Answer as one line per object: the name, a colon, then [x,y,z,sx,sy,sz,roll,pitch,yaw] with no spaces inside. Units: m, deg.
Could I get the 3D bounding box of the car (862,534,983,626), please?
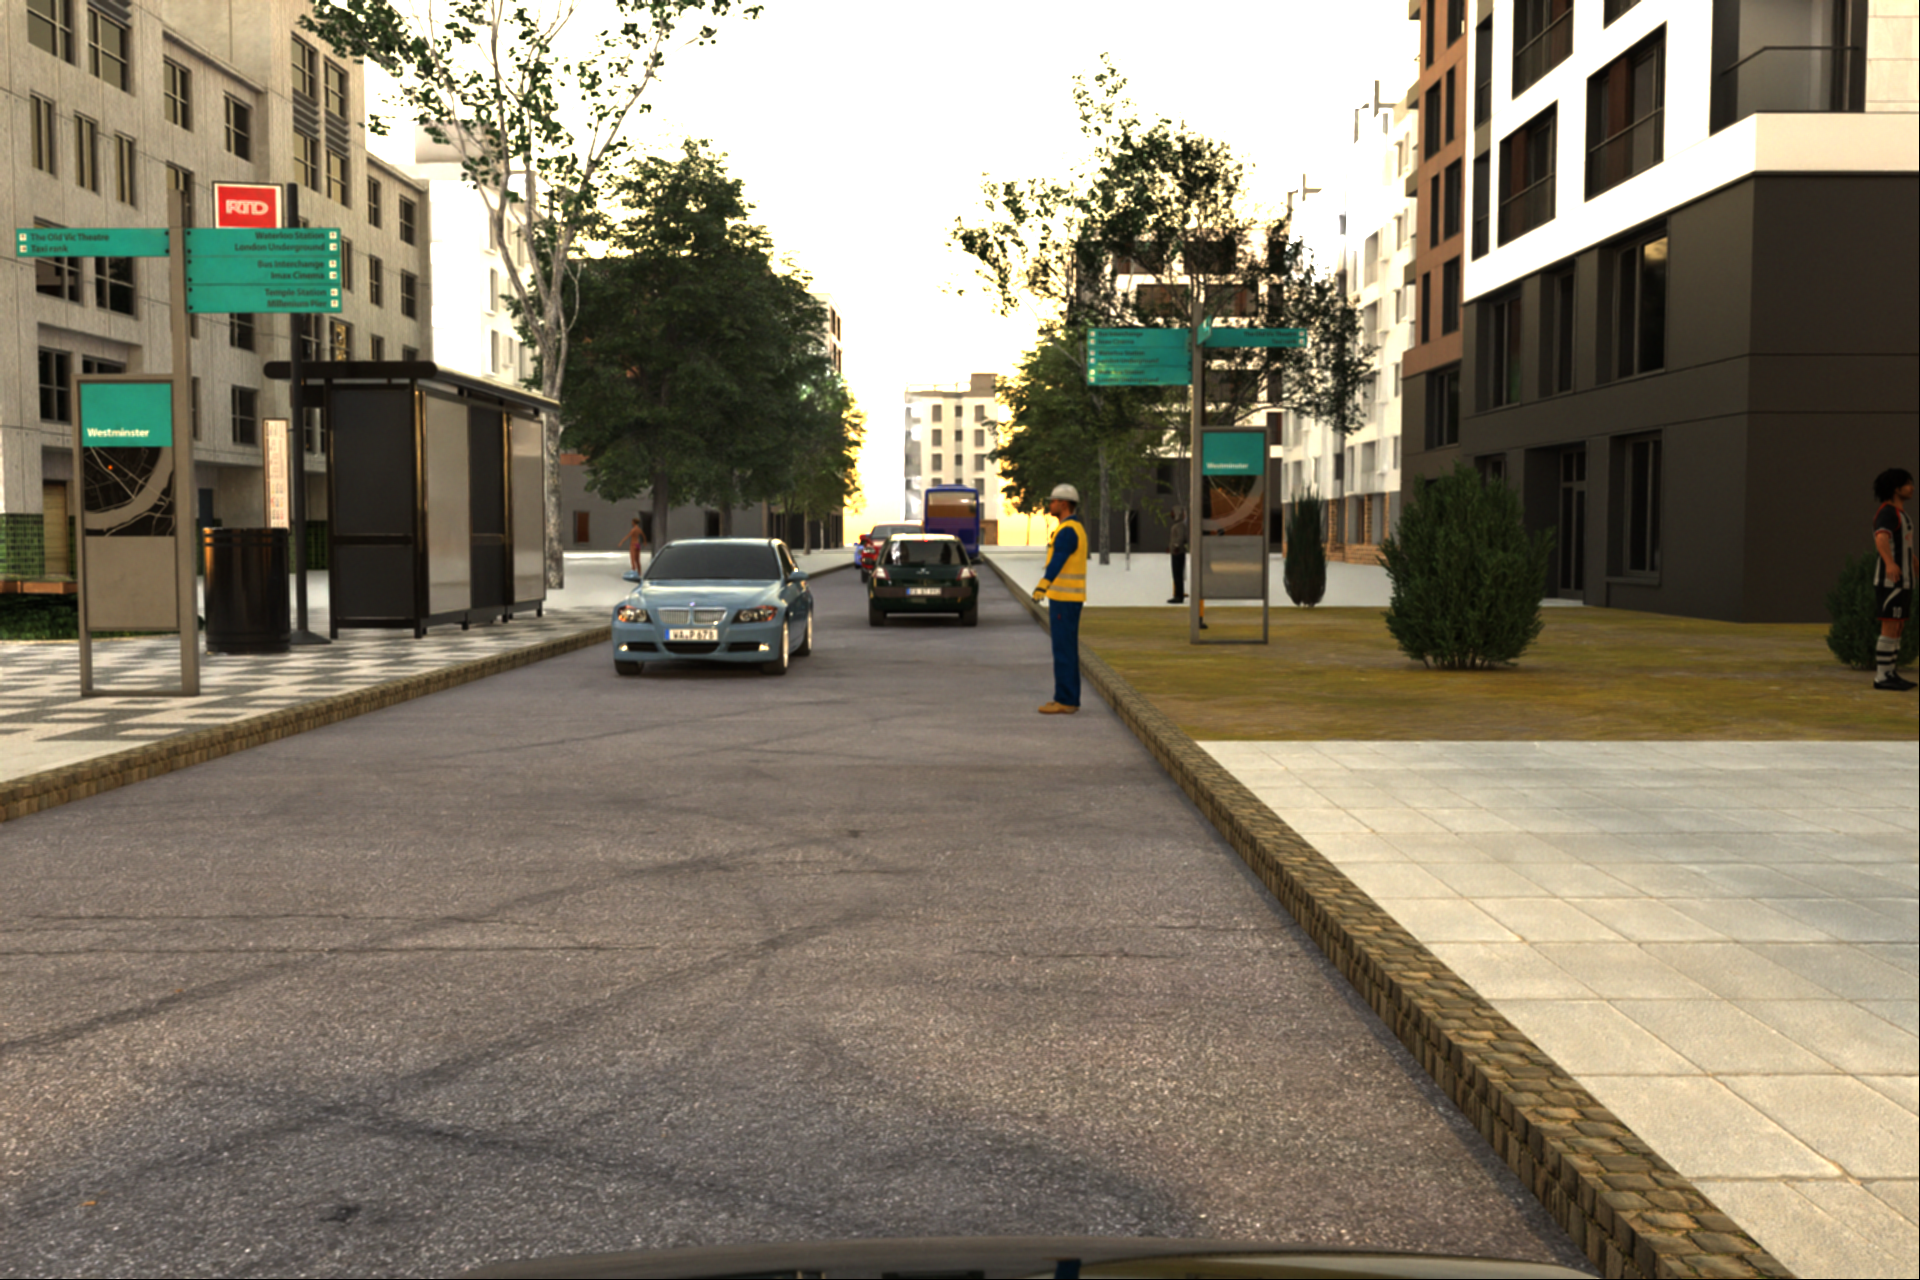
car: [-0.606,-1.133,28.310,2.009,1.686,4.222,0,4,-1]

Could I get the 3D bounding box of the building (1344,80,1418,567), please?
building: [21.817,-13.286,73.653,16.016,20.090,11.380,0,4,0]

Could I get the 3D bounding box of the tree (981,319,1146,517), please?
tree: [6.024,-11.816,99.849,9.857,13.997,8.962,0,3,0]

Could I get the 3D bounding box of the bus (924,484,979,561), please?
bus: [-0.412,-5.721,85.091,2.896,3.916,12.251,0,4,0]

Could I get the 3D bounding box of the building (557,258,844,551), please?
building: [-24.950,-18.392,144.692,27.936,21.610,32.646,0,4,1]

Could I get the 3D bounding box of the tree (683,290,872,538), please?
tree: [-9.521,-10.755,86.217,12.009,13.543,11.850,0,3,0]

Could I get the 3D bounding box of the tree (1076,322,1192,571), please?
tree: [5.838,-6.666,59.345,4.737,8.622,4.395,0,3,0]

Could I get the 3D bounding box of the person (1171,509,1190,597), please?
person: [4.492,-1.782,35.276,0.704,1.812,1.346,0,4,-2]

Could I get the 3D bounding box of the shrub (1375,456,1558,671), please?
shrub: [4.785,-0.736,16.458,1.690,2.028,1.600,0,3,0]

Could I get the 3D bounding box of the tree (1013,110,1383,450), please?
tree: [5.647,-6.333,37.958,8.767,10.594,7.601,-2,4,-30]

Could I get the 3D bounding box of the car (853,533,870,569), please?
car: [-3.452,-3.814,71.951,1.945,1.707,3.694,0,4,0]

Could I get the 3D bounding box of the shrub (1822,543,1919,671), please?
shrub: [8.640,-0.317,16.302,1.383,1.207,1.383,0,3,0]

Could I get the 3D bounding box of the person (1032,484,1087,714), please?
person: [0.813,-0.337,13.941,0.705,1.833,1.349,1,4,13]

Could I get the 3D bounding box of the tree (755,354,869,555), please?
tree: [-9.337,-11.563,107.182,7.486,12.596,7.792,0,3,0]

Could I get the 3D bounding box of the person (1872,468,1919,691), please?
person: [7.747,-0.500,14.315,0.704,1.843,1.345,3,4,37]

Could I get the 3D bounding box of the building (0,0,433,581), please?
building: [-29.847,-11.500,54.477,16.747,18.905,31.486,0,4,0]

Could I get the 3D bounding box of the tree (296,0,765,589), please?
tree: [-10.867,-11.219,39.328,12.611,20.169,13.585,0,3,0]

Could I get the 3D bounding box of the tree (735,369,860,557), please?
tree: [-9.587,-10.488,97.235,9.928,11.665,9.643,0,3,0]

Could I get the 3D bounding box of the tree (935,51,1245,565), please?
tree: [5.158,-13.160,71.054,12.611,20.169,13.585,0,3,0]

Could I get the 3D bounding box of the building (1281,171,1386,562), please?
building: [22.492,-14.415,92.110,16.016,20.090,11.380,0,4,0]

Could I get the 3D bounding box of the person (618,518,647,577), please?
person: [-9.138,-2.546,48.433,0.721,1.733,1.217,2,4,27]

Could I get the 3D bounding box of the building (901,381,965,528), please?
building: [-6.649,-21.345,207.869,11.380,20.090,16.016,1,4,10]

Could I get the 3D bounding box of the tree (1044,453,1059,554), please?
tree: [5.545,-9.899,112.207,4.360,8.622,3.978,0,3,0]

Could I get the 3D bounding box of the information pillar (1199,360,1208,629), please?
information pillar: [3.254,-1.971,23.583,0.183,3.616,0.504,0,4,-1]

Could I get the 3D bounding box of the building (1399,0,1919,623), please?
building: [25.098,-12.020,40.501,27.936,21.610,32.646,0,4,0]

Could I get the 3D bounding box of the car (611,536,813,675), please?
car: [-2.626,-0.436,19.130,2.014,1.417,4.499,0,3,0]

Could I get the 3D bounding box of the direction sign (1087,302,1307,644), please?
direction sign: [2.729,-1.883,19.542,2.525,3.948,1.411,0,4,1]

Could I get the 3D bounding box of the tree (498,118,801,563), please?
tree: [-9.612,-9.076,55.054,9.857,13.997,8.962,0,3,0]

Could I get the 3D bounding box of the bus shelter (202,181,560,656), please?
bus shelter: [-7.357,-2.743,22.479,2.179,5.291,8.768,0,4,1]

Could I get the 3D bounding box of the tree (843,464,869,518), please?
tree: [-14.396,-16.727,207.890,7.601,10.594,8.767,0,4,-1]

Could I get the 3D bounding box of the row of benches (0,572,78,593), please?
row of benches: [-15.518,-0.757,27.843,4.104,0.672,1.422,2,4,26]

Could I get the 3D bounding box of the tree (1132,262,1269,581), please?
tree: [5.923,-5.940,47.480,4.360,8.622,3.978,0,3,0]

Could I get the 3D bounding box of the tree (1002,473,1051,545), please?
tree: [8.421,-16.675,207.043,7.601,10.594,8.767,0,4,8]

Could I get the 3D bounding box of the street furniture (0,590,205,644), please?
street furniture: [-13.188,-0.300,20.538,5.734,0.657,10.072,1,4,21]

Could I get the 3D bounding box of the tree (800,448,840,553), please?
tree: [-9.061,-10.143,116.196,4.360,8.622,3.978,0,3,0]

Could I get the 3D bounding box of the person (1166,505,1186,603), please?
person: [4.012,-1.591,32.149,0.705,1.813,1.348,0,4,0]

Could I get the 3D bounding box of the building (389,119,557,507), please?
building: [-26.616,-13.699,80.406,16.016,20.090,11.380,0,4,0]

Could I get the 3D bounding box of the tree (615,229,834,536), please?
tree: [-9.922,-10.120,72.111,9.857,13.997,8.962,0,3,0]

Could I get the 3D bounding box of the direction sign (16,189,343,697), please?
direction sign: [-6.069,-1.551,14.117,2.525,3.948,1.411,0,4,1]

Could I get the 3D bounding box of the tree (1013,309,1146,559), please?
tree: [6.157,-10.374,87.740,7.486,12.596,7.792,0,3,0]

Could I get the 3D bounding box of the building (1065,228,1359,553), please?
building: [21.799,-17.618,132.024,27.936,21.610,32.646,0,4,0]

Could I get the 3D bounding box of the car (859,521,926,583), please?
car: [-1.879,-2.679,52.479,2.281,1.827,5.304,0,4,0]
